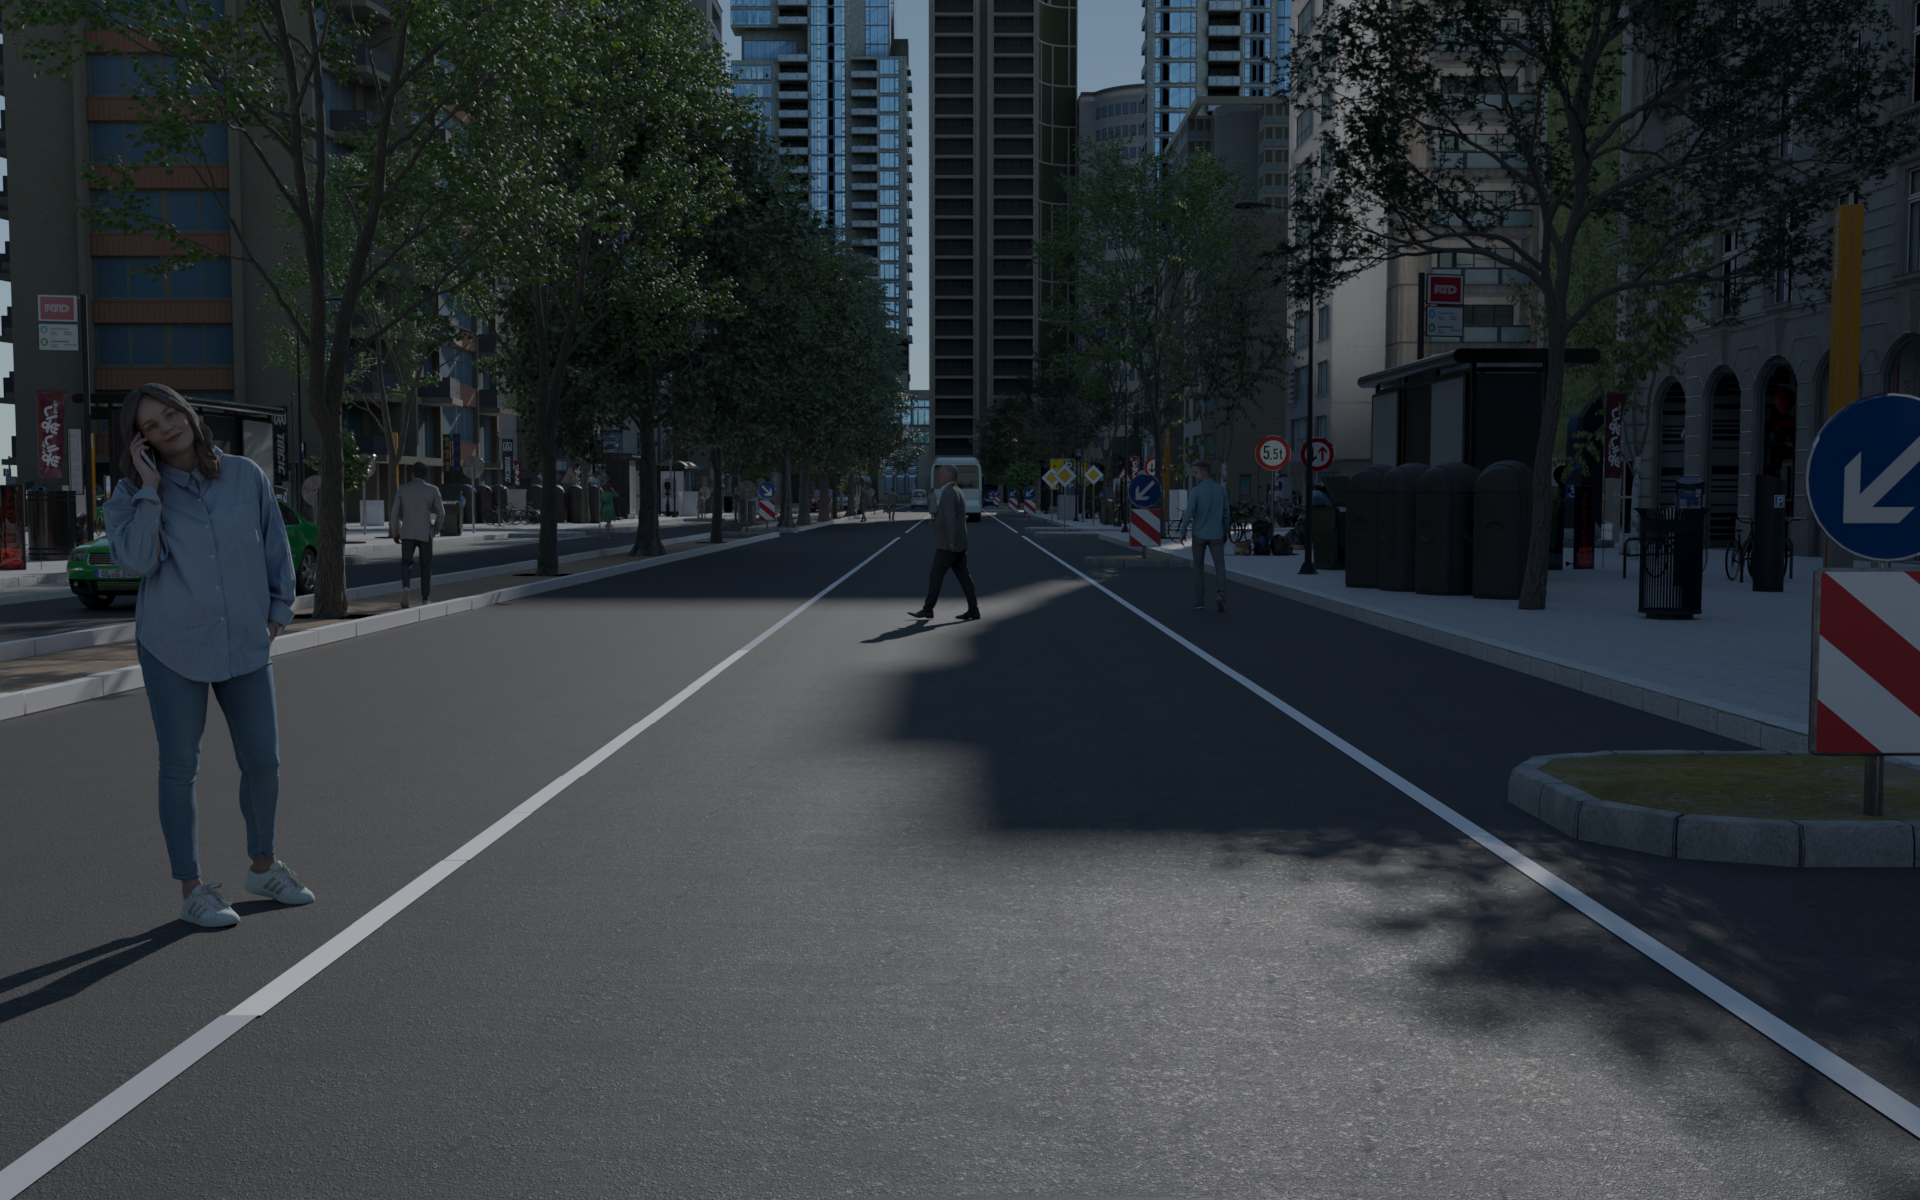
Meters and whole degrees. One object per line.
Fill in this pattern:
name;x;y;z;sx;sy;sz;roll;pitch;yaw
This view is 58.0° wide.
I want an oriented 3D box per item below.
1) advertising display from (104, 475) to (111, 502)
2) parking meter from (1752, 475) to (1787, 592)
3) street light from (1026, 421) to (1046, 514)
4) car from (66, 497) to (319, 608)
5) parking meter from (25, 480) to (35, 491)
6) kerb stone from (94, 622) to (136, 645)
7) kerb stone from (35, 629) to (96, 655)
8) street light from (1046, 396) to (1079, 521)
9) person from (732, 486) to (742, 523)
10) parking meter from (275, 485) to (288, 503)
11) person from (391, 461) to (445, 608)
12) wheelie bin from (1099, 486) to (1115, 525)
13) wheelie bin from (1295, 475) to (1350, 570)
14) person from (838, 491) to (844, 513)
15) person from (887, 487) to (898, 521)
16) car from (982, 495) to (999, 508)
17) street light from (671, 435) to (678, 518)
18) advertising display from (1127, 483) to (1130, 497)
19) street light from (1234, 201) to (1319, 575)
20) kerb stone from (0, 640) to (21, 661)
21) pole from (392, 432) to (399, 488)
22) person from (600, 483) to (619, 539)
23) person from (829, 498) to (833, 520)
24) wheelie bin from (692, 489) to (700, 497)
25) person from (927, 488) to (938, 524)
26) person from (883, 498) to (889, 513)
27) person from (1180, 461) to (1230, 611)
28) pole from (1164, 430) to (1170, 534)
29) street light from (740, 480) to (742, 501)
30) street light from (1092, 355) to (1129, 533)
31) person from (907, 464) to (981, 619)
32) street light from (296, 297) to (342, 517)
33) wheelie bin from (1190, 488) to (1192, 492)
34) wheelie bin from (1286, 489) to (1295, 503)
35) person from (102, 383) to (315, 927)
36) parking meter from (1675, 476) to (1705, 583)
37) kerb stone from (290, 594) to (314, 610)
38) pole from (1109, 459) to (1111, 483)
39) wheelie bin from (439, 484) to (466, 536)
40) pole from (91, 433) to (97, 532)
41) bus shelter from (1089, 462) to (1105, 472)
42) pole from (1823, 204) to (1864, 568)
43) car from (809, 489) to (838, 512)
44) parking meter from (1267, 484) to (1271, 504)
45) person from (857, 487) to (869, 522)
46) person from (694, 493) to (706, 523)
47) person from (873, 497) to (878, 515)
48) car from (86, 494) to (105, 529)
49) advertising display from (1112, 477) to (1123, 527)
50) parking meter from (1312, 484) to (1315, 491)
advertising display;-28.189;-3.239;58.169;0.974;1.923;0.123;-3;4;-38
parking meter;10.644;-0.878;22.773;0.372;1.533;0.369;0;3;0
street light;4.954;-8.424;110.273;1.470;5.913;1.316;0;3;0
car;-10.132;-0.882;23.210;1.959;1.807;4.718;0;4;1
parking meter;-39.520;-4.152;73.600;0.399;1.863;0.255;-2;4;-30
kerb stone;-8.211;0.331;16.800;0.120;0.150;1.000;0;3;0
kerb stone;-8.207;0.392;15.778;0.120;0.150;1.000;0;3;0
street light;4.920;-6.645;81.192;1.470;5.913;1.316;0;3;0
person;-11.122;-4.811;86.963;0.655;1.846;0.447;-1;4;-17
parking meter;-19.581;-2.542;49.968;0.372;1.533;0.369;0;3;0
person;-6.837;-0.826;21.847;0.661;1.843;0.795;-1;4;-11
wheelie bin;6.187;-3.901;71.684;0.980;1.594;0.693;-1;4;-17
wheelie bin;6.338;-1.316;29.428;0.980;1.594;0.693;-2;4;-35
person;-8.992;-7.440;130.481;0.374;1.781;0.599;-2;4;-34
person;-3.646;-5.206;93.823;0.606;1.804;0.583;0;4;-3
car;3.180;-10.244;180.066;1.945;1.354;3.894;0;3;0
street light;-15.034;-7.451;94.368;1.470;5.913;1.316;0;3;0
advertising display;8.680;-5.298;91.841;0.974;1.923;0.123;3;4;38
street light;5.036;-3.366;27.580;1.470;5.913;1.316;0;3;0
kerb stone;-8.215;0.455;14.757;0.120;0.150;1.000;0;3;0
pole;-18.681;-3.885;57.357;0.158;3.312;0.155;0;3;0
person;-11.157;-2.820;54.851;0.600;1.795;0.529;0;4;6
person;-7.195;-4.979;94.926;0.505;1.210;0.382;1;4;13
wheelie bin;-16.669;-6.244;109.993;0.980;1.594;0.693;-1;4;-11
person;-1.303;-4.565;83.892;0.466;1.731;0.760;-3;5;-42
person;-5.350;-7.047;129.211;0.738;1.151;1.012;2;4;30
person;3.035;-0.794;21.348;0.638;1.841;0.748;0;4;-1
pole;6.616;-3.765;55.395;0.158;3.312;0.155;0;3;0
street light;-15.080;-9.230;123.449;1.470;5.913;1.316;0;3;0
street light;4.962;-5.192;57.430;1.470;5.913;1.316;0;3;0
person;-0.181;-0.668;19.818;0.834;1.777;0.661;0;4;5
street light;-15.071;-4.183;40.939;1.470;5.913;1.316;0;3;0
wheelie bin;11.747;-4.746;85.497;0.980;1.594;0.693;1;4;20
wheelie bin;18.877;-5.534;98.391;0.693;1.594;0.980;1;4;11
person;-2.515;0.180;5.821;0.793;1.790;0.793;1;4;20
parking meter;10.167;-0.962;24.148;0.372;1.533;0.369;0;3;0
kerb stone;-8.231;0.017;21.920;0.120;0.150;1.000;0;3;0
pole;8.625;-6.453;99.346;0.158;3.312;0.155;0;3;0
wheelie bin;-15.554;-2.751;52.885;0.980;1.594;0.693;0;4;-4
pole;-29.001;-3.917;57.887;0.158;3.312;0.155;0;3;0
bus shelter;8.405;-7.163;111.041;2.014;3.302;5.546;0;3;0
pole;6.285;-1.132;12.345;0.158;3.312;0.155;0;3;0
car;-10.894;-7.939;138.476;2.281;1.827;5.304;0;4;-2
parking meter;18.628;-6.010;103.981;0.399;1.863;0.255;-1;4;-23
person;-4.948;-4.874;88.295;0.694;1.812;0.767;3;5;41
person;-12.969;-4.608;86.435;0.523;1.515;0.503;3;4;36
person;-5.915;-6.597;121.027;0.373;1.253;0.362;0;4;7
car;-29.842;-3.194;61.023;4.718;1.807;1.959;0;4;-2
advertising display;6.153;-3.813;67.558;0.123;1.923;0.974;-1;4;-13
parking meter;8.723;-2.059;42.084;0.372;1.533;0.369;0;3;0
